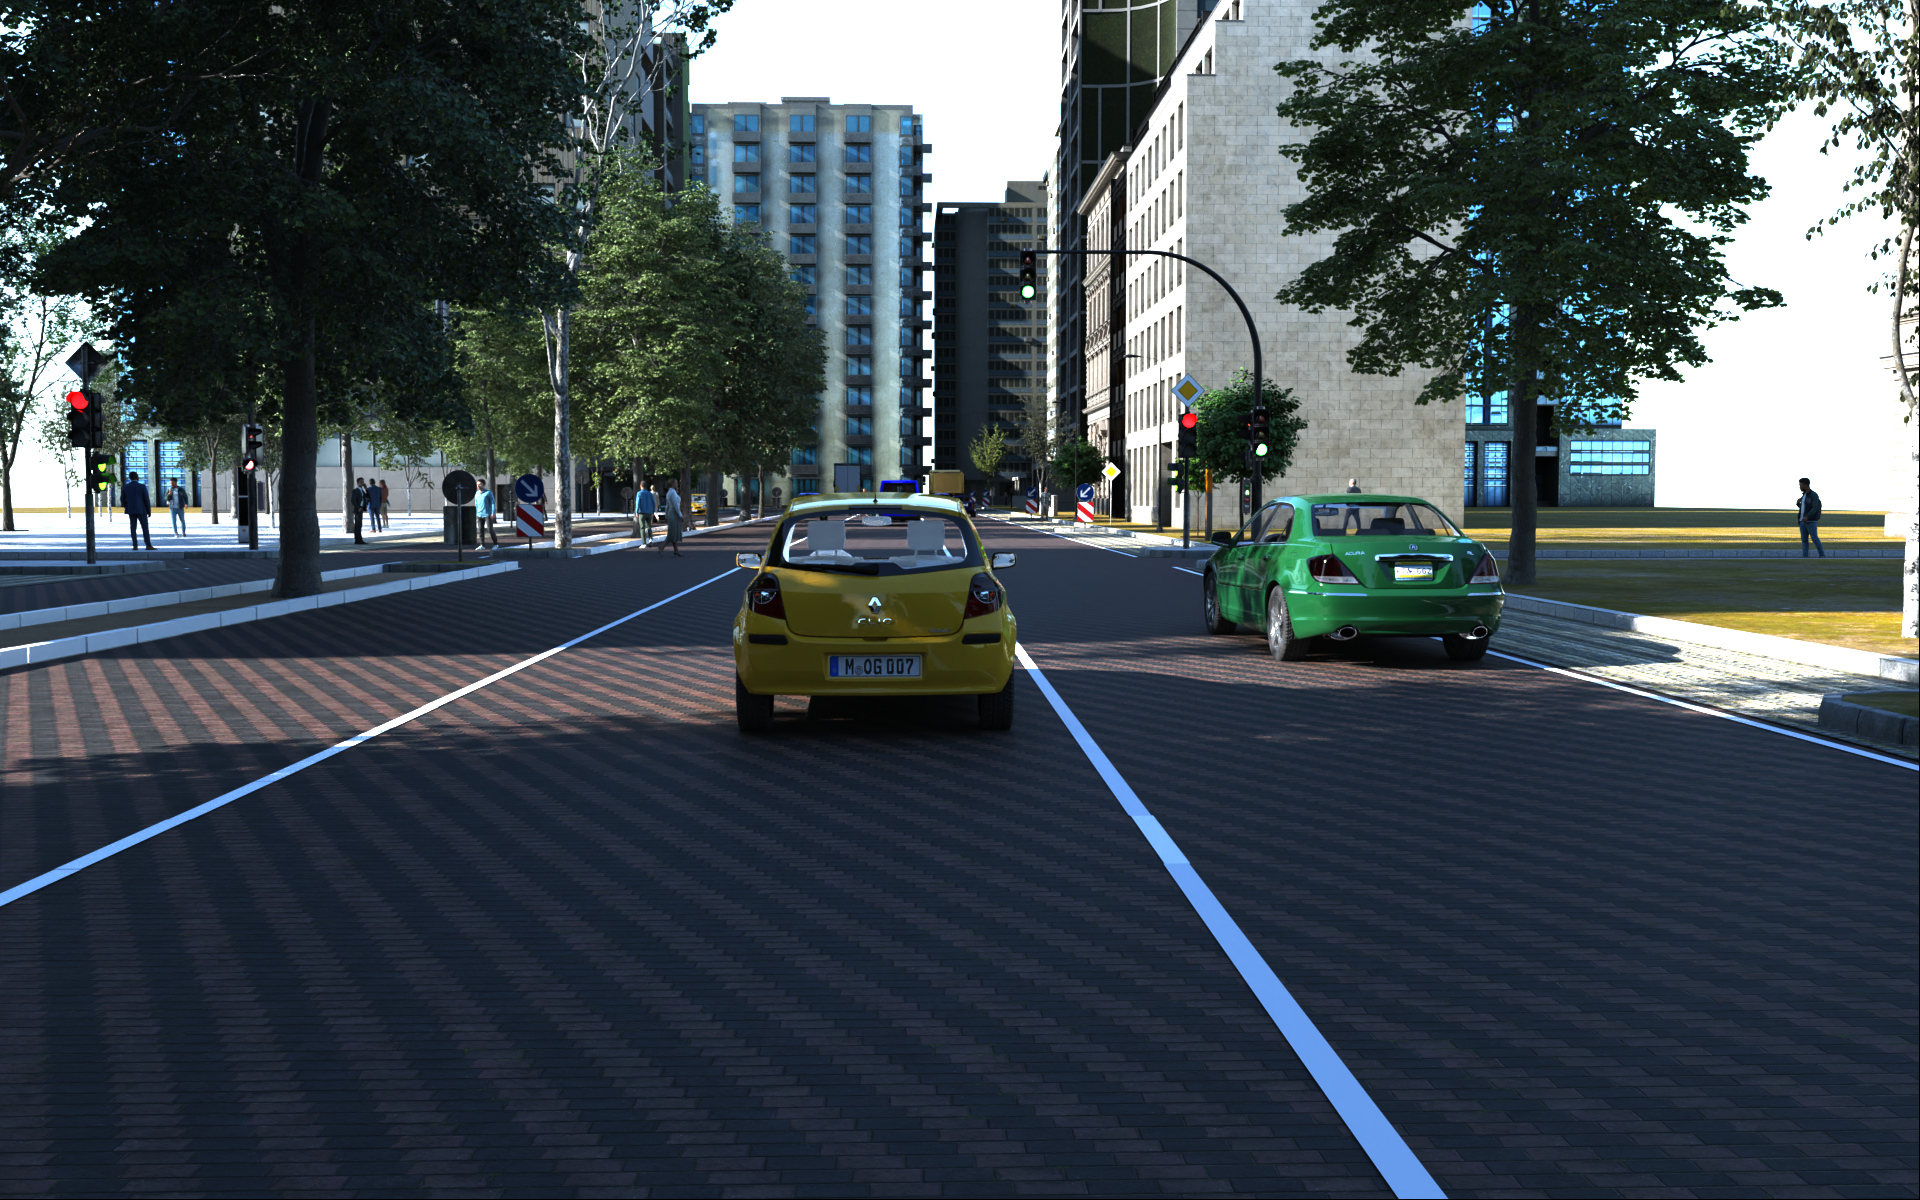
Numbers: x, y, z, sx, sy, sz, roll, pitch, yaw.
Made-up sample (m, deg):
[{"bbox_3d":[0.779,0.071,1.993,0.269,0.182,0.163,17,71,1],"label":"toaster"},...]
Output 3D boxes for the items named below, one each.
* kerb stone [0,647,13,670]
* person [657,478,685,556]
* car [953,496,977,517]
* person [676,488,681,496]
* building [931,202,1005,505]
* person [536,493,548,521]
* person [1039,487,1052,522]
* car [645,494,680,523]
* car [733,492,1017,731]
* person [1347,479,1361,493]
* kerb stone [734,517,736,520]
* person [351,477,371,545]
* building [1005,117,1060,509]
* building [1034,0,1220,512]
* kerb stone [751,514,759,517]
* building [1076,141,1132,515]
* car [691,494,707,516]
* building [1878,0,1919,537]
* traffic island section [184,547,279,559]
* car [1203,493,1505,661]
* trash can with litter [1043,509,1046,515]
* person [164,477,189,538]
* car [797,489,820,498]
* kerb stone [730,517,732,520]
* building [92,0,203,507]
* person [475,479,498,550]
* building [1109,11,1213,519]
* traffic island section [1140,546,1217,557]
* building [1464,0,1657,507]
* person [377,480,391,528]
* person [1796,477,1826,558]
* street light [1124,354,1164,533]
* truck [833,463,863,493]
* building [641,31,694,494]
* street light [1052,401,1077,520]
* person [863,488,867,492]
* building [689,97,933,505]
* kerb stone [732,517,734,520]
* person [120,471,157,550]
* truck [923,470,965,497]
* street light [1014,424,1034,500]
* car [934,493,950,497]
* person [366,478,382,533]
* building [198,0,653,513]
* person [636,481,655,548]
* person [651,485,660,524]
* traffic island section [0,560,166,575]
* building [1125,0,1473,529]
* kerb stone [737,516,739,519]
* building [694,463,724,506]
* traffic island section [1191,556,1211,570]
[{"bbox_3d":[-7.876,0.500,14.045,0.120,0.150,1.000,0,4,-2],"label":"kerb stone"},{"bbox_3d":[-6.627,-1.892,39.664,0.641,1.798,0.478,-1,4,-12],"label":"person"},{"bbox_3d":[0.095,-5.832,107.928,1.945,1.354,3.894,0,4,-1],"label":"car"},{"bbox_3d":[-15.578,-5.305,95.580,0.623,1.781,0.721,-3,4,-37],"label":"person"},{"bbox_3d":[8.452,-32.151,217.551,23.993,40.220,32.217,0,4,-2],"label":"building"},{"bbox_3d":[-19.556,-4.575,80.616,0.755,1.850,0.659,-1,4,-14],"label":"person"},{"bbox_3d":[4.393,-4.916,88.971,0.635,1.810,0.391,0,4,2],"label":"person"},{"bbox_3d":[-14.588,-4.654,85.872,2.009,1.686,4.222,0,4,-1],"label":"car"},{"bbox_3d":[-0.574,-0.105,11.934,2.015,1.641,3.980,0,4,-2],"label":"car"},{"bbox_3d":[12.609,-3.022,55.851,0.661,1.777,0.834,-3,4,-38],"label":"person"},{"bbox_3d":[-12.612,-4.479,95.432,0.120,0.150,1.000,0,4,-2],"label":"kerb stone"},{"bbox_3d":[-16.966,-2.522,49.103,0.474,1.900,0.648,-1,4,-8],"label":"person"},{"bbox_3d":[21.698,-29.735,178.043,32.217,40.220,23.993,0,4,-2],"label":"building"},{"bbox_3d":[16.458,-42.314,130.081,20.563,71.187,20.611,0,4,-2],"label":"building"},{"bbox_3d":[-13.121,-5.418,110.776,0.120,0.150,1.000,0,4,-2],"label":"kerb stone"},{"bbox_3d":[13.550,-16.939,105.828,11.050,23.489,19.941,0,4,-2],"label":"building"},{"bbox_3d":[-15.802,-5.734,103.980,2.015,1.641,3.980,0,4,-2],"label":"car"},{"bbox_3d":[29.519,-12.023,47.482,40.483,20.767,10.553,0,4,-2],"label":"building"},{"bbox_3d":[-16.300,-1.079,39.927,2.009,0.180,2.903,0,4,-2],"label":"traffic island section"},{"bbox_3d":[3.540,-0.278,16.338,2.131,1.459,4.920,0,4,-3],"label":"car"},{"bbox_3d":[5.256,-5.744,105.294,0.624,1.170,1.055,1,4,13],"label":"trash can with litter"},{"bbox_3d":[-23.100,-2.733,51.068,0.623,1.781,0.721,-2,4,-31],"label":"person"},{"bbox_3d":[-8.108,-5.167,94.066,1.945,1.707,3.694,0,3,0],"label":"car"},{"bbox_3d":[-12.548,-4.349,93.387,0.120,0.150,1.000,0,4,-2],"label":"kerb stone"},{"bbox_3d":[-70.900,-52.703,174.372,31.000,86.520,22.319,0,4,-2],"label":"building"},{"bbox_3d":[-12.174,-2.204,44.560,0.660,1.820,0.620,1,4,18],"label":"person"},{"bbox_3d":[14.693,-15.800,88.004,12.332,23.373,15.834,0,4,-2],"label":"building"},{"bbox_3d":[5.330,-1.122,40.623,2.009,0.180,2.903,0,4,-2],"label":"traffic island section"},{"bbox_3d":[54.461,-52.965,178.657,31.000,86.520,22.319,0,4,-2],"label":"building"},{"bbox_3d":[-21.711,-3.619,65.185,0.573,1.828,0.580,-2,4,-29],"label":"person"},{"bbox_3d":[17.728,-1.672,36.192,0.721,1.781,0.623,-1,4,-15],"label":"person"},{"bbox_3d":[6.124,-5.205,57.639,1.470,5.913,1.316,0,4,-2],"label":"street light"},{"bbox_3d":[-10.512,-10.611,162.408,2.839,4.237,11.283,0,4,-4],"label":"truck"},{"bbox_3d":[-30.958,-28.458,148.877,14.154,41.232,14.086,0,4,-2],"label":"building"},{"bbox_3d":[5.265,-6.966,86.432,1.470,5.913,1.316,0,4,-2],"label":"street light"},{"bbox_3d":[-6.404,-6.207,110.206,1.509,1.804,0.699,2,4,27],"label":"person"},{"bbox_3d":[-18.675,-36.209,211.633,30.456,49.044,23.786,0,4,-2],"label":"building"},{"bbox_3d":[-12.580,-4.416,94.410,0.120,0.150,1.000,0,4,-2],"label":"kerb stone"},{"bbox_3d":[-18.799,-2.042,39.605,0.721,1.800,0.419,-1,4,-18],"label":"person"},{"bbox_3d":[-1.163,-8.674,137.745,3.469,3.379,9.791,0,4,-2],"label":"truck"},{"bbox_3d":[4.303,-8.711,114.960,1.470,5.913,1.316,0,4,-2],"label":"street light"},{"bbox_3d":[-1.401,-7.273,128.502,1.945,1.707,3.694,0,4,-3],"label":"car"},{"bbox_3d":[-19.496,-3.146,57.668,0.419,1.800,0.721,3,4,36],"label":"person"},{"bbox_3d":[-37.512,-32.924,127.551,28.713,52.752,27.495,0,4,-2],"label":"building"},{"bbox_3d":[-8.351,-2.272,45.996,0.601,1.785,0.444,-2,4,-31],"label":"person"},{"bbox_3d":[-14.298,-4.436,80.904,0.514,1.842,0.818,-2,4,-35],"label":"person"},{"bbox_3d":[-16.041,-0.591,31.946,2.009,0.180,2.903,0,4,-2],"label":"traffic island section"},{"bbox_3d":[13.117,-13.259,71.529,10.420,20.320,16.860,0,4,-2],"label":"building"},{"bbox_3d":[-12.693,-4.604,97.478,0.120,0.150,1.000,0,4,-2],"label":"kerb stone"},{"bbox_3d":[-39.903,-20.185,175.067,28.899,21.520,27.650,0,4,-2],"label":"building"},{"bbox_3d":[5.589,-0.634,32.642,2.009,0.180,2.903,0,4,-2],"label":"traffic island section"}]
